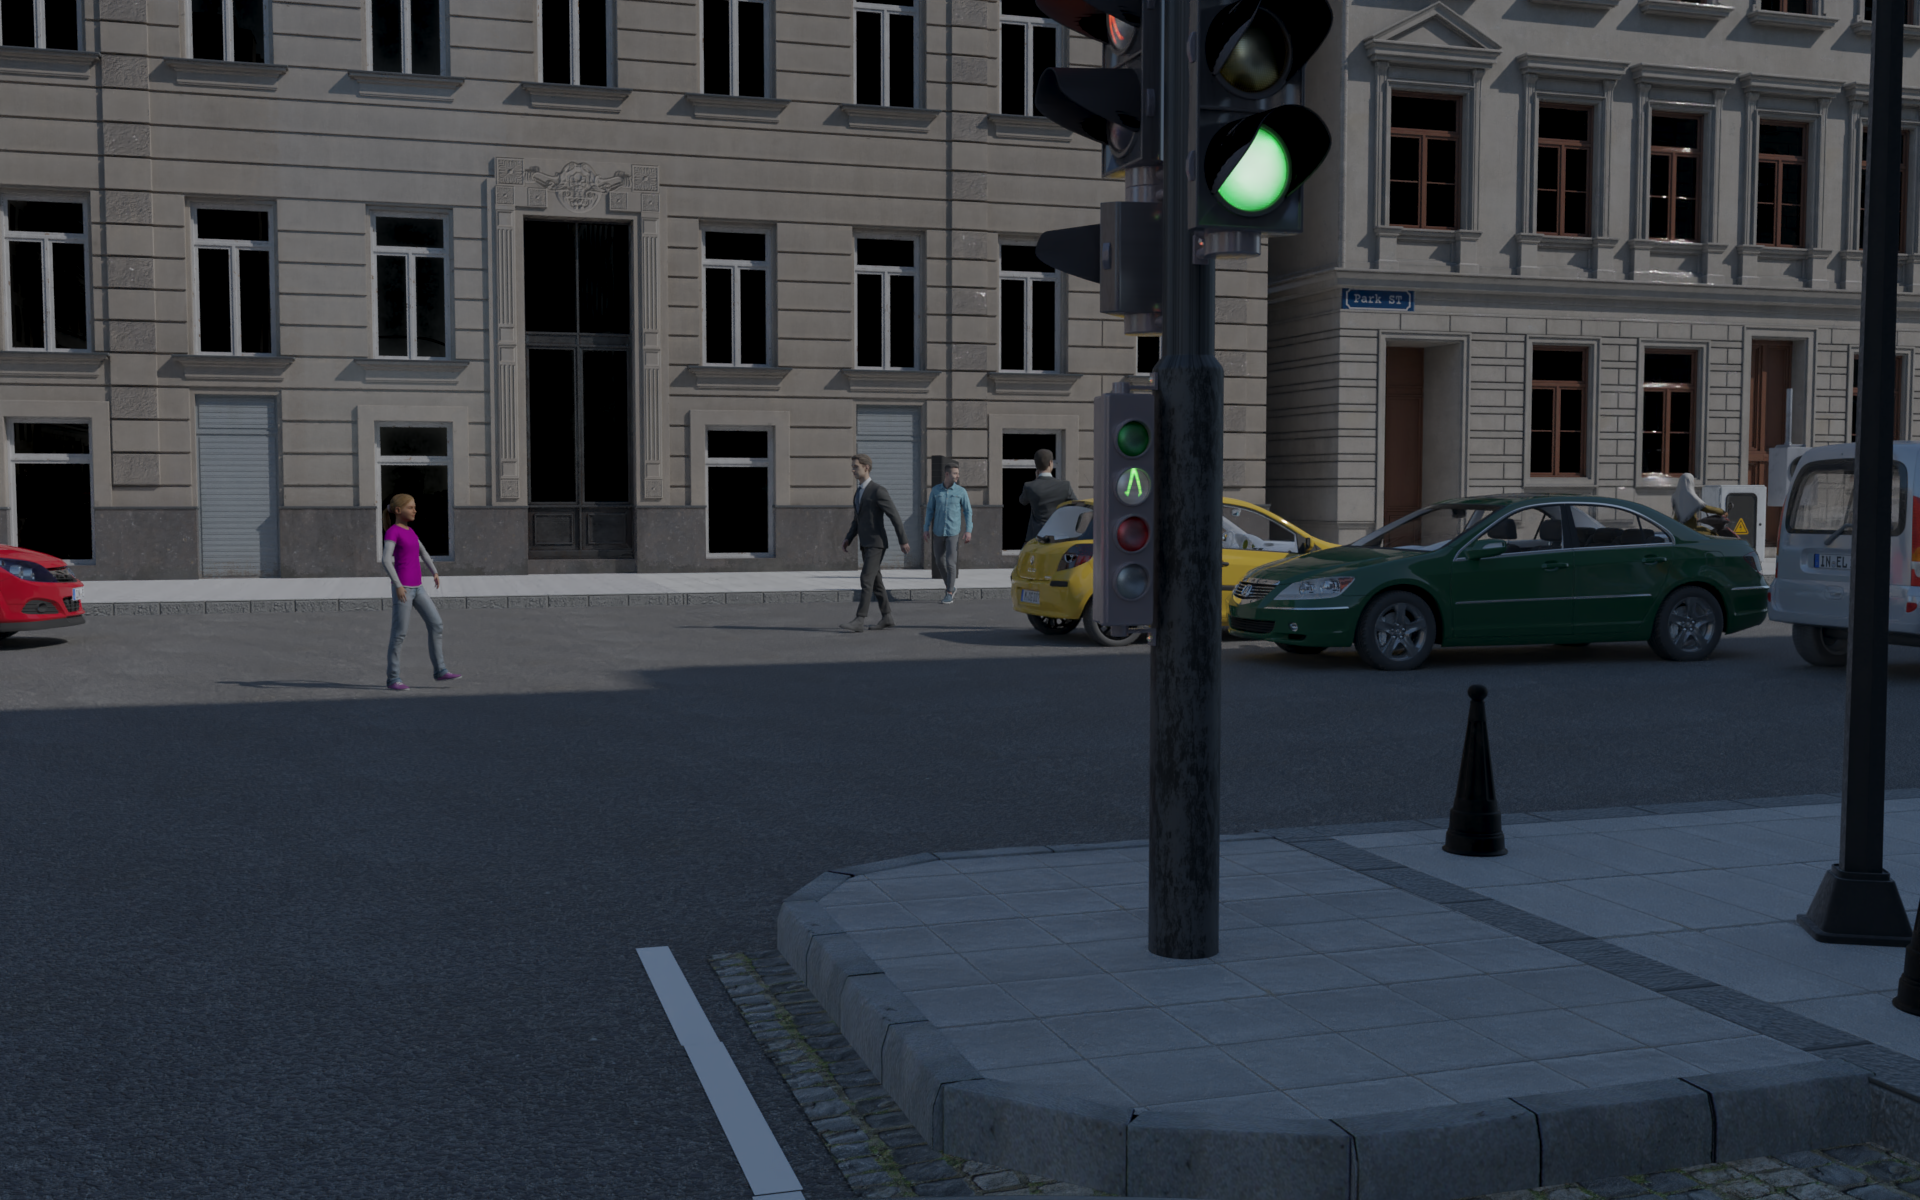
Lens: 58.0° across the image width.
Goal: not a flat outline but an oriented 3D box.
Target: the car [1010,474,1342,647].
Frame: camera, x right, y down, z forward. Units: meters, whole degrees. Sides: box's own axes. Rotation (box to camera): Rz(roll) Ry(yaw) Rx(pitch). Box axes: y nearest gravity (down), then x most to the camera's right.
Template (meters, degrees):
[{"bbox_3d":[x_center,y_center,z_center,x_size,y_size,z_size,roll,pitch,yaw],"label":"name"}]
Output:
[{"bbox_3d":[2.522,-0.441,17.436,3.980,1.641,2.015,-1,4,-19],"label":"car"}]

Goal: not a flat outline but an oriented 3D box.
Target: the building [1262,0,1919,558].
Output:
[{"bbox_3d":[14.772,-12.388,38.704,21.152,22.565,11.583,-1,4,-17],"label":"building"}]

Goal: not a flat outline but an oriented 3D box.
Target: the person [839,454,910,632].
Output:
[{"bbox_3d":[-0.983,-0.598,18.056,0.755,1.850,0.659,-2,4,-33],"label":"person"}]

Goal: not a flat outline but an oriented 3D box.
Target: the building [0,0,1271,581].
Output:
[{"bbox_3d":[-7.680,-14.367,32.166,25.104,27.353,12.463,-1,4,-17],"label":"building"}]

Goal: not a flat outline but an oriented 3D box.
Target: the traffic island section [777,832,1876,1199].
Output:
[{"bbox_3d":[0.637,1.063,4.895,2.009,0.180,2.903,-1,4,-17],"label":"traffic island section"}]

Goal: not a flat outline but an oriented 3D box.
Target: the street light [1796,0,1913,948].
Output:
[{"bbox_3d":[2.102,-1.968,4.719,1.470,5.913,1.316,-1,4,-17],"label":"street light"}]

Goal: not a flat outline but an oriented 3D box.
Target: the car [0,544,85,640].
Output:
[{"bbox_3d":[-10.547,-0.420,15.915,4.494,1.783,2.155,-1,4,-18],"label":"car"}]

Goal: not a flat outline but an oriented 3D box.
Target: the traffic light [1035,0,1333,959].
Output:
[{"bbox_3d":[-1.376,-1.795,4.013,4.771,5.953,1.251,-1,4,-17],"label":"traffic light"}]

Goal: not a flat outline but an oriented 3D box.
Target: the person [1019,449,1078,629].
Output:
[{"bbox_3d":[0.950,-0.639,18.312,0.648,1.900,0.474,-1,4,-17],"label":"person"}]

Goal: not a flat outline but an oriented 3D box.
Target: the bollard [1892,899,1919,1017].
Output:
[{"bbox_3d":[2.448,0.719,4.291,0.229,0.601,0.229,0,3,0],"label":"bollard"}]

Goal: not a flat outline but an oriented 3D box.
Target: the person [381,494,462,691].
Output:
[{"bbox_3d":[-3.920,-0.060,12.710,0.776,1.435,0.726,1,4,11],"label":"person"}]

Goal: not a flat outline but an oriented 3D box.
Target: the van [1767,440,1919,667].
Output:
[{"bbox_3d":[8.748,-0.437,14.158,4.112,2.044,2.013,-1,4,-18],"label":"van"}]

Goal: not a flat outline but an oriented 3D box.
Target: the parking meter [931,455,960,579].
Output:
[{"bbox_3d":[-0.219,-1.255,26.224,0.399,1.863,0.255,-3,5,-43],"label":"parking meter"}]

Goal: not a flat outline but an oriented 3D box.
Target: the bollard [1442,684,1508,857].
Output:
[{"bbox_3d":[1.851,0.601,6.210,0.229,0.601,0.229,0,3,0],"label":"bollard"}]

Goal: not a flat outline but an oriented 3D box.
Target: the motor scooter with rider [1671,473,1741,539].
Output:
[{"bbox_3d":[10.787,-0.989,25.128,1.986,1.779,0.876,-1,4,-19],"label":"motor scooter with rider"}]

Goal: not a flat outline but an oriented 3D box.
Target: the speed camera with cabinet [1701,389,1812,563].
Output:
[{"bbox_3d":[14.920,-2.321,32.283,2.038,3.252,0.660,-1,4,-10],"label":"speed camera with cabinet"}]

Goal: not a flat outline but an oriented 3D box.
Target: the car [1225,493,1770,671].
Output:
[{"bbox_3d":[4.703,-0.211,15.251,4.920,1.459,2.131,-1,4,-16],"label":"car"}]

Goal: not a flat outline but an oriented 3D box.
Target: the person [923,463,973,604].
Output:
[{"bbox_3d":[-0.114,-0.888,22.886,0.638,1.841,0.748,2,4,25],"label":"person"}]
